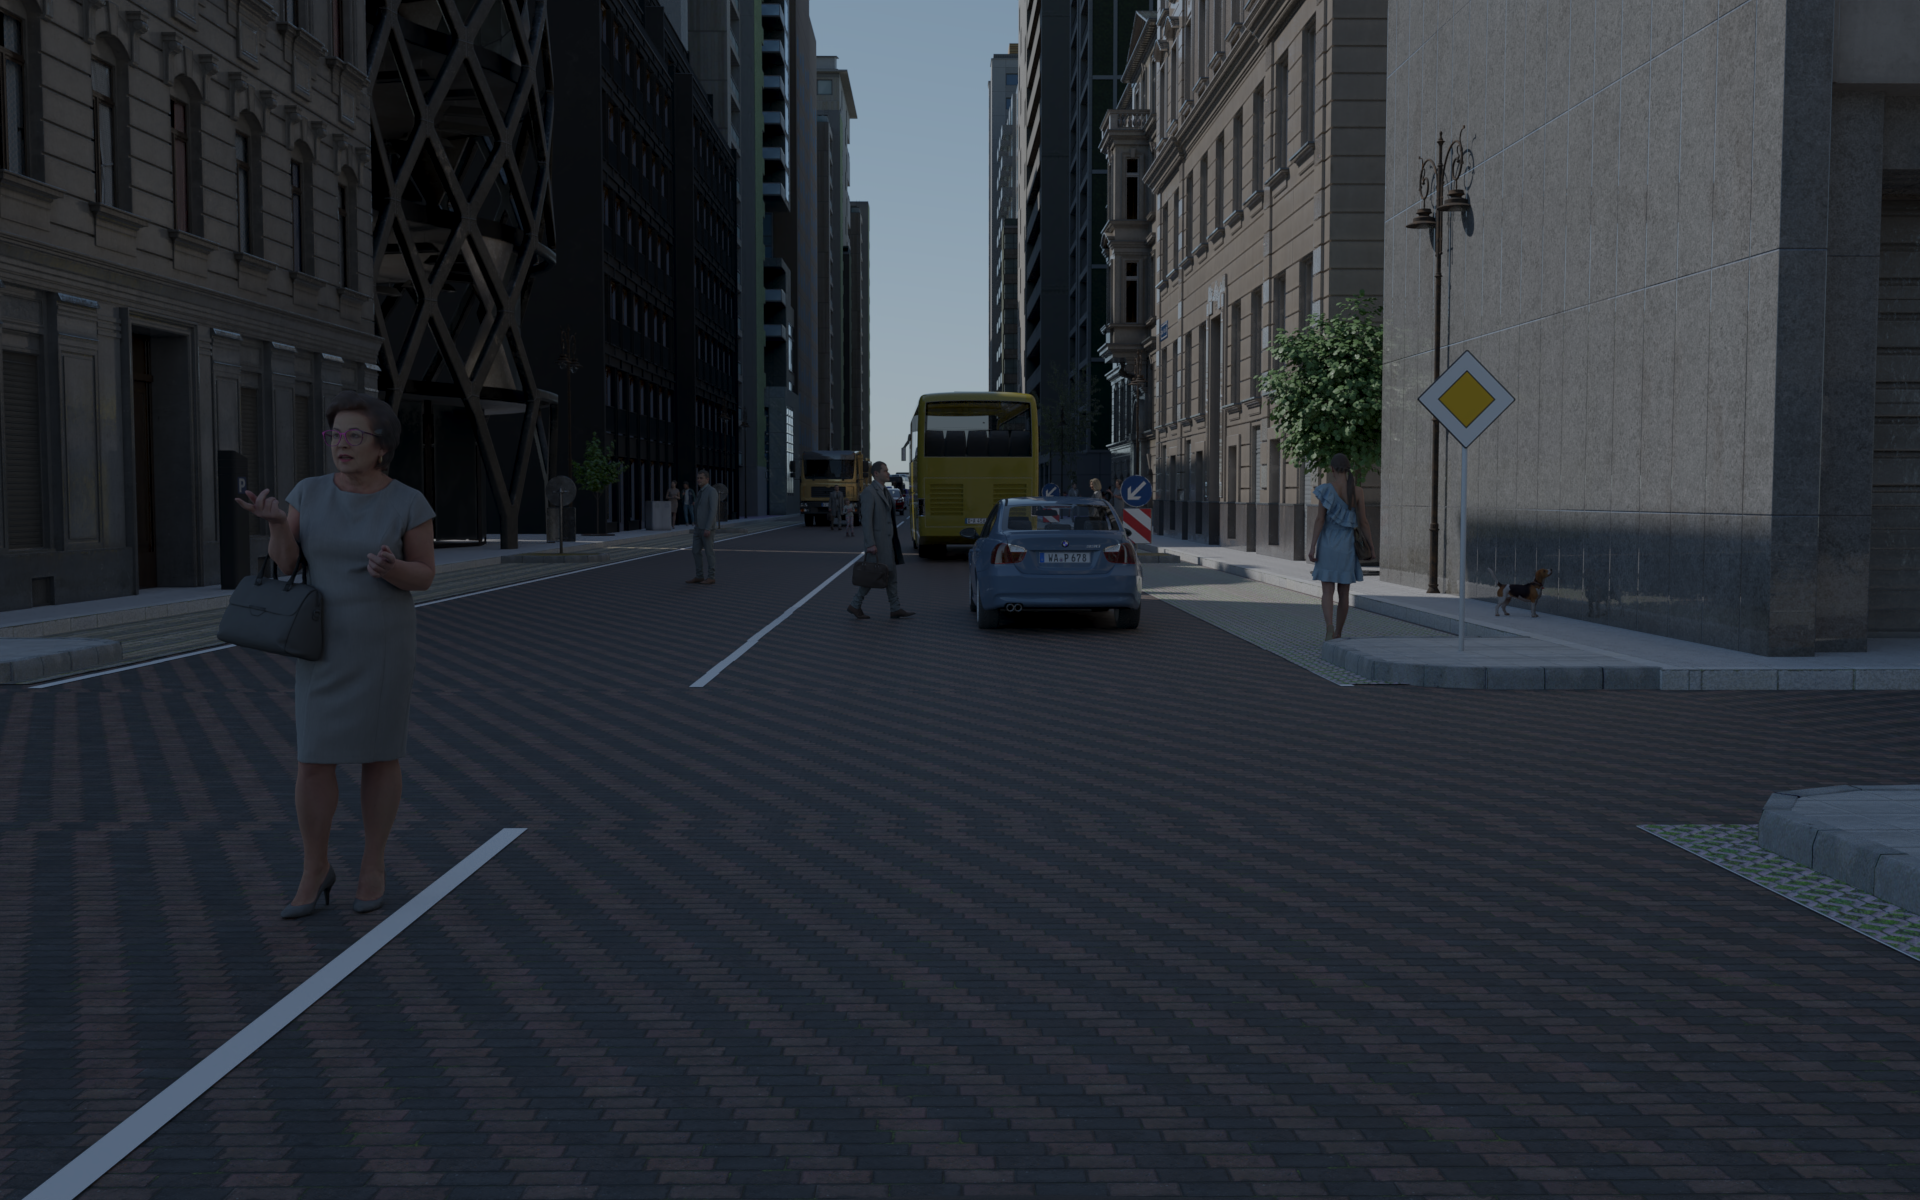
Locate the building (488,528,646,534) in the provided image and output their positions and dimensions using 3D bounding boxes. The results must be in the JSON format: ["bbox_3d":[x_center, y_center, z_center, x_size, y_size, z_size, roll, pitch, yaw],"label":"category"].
[{"bbox_3d":[-17.576,-14.239,62.493,12.332,23.373,15.834,0,4,-1],"label":"building"}]

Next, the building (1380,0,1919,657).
[{"bbox_3d":[16.217,-12.292,18.995,19.932,24.808,12.078,0,4,-1],"label":"building"}]

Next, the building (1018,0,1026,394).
[{"bbox_3d":[19.043,-34.360,151.032,28.713,52.752,27.495,0,4,-1],"label":"building"}]

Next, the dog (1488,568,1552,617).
[{"bbox_3d":[5.869,-0.081,18.160,0.540,0.507,0.406,0,4,-8],"label":"dog"}]

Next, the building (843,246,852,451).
[{"bbox_3d":[-19.446,-25.794,193.438,14.160,30.474,14.107,0,4,-1],"label":"building"}]

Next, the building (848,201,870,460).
[{"bbox_3d":[-19.474,-33.725,234.996,14.154,41.232,14.086,0,4,-1],"label":"building"}]

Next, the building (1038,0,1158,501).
[{"bbox_3d":[15.394,-40.741,104.365,20.563,71.187,20.611,0,4,-1],"label":"building"}]

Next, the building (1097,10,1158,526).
[{"bbox_3d":[13.133,-15.471,72.043,14.460,24.649,34.723,0,4,-1],"label":"building"}]

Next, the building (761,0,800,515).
[{"bbox_3d":[-21.817,-49.188,116.888,22.319,86.520,31.000,0,4,-1],"label":"building"}]

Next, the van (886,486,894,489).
[{"bbox_3d":[-5.769,-7.514,127.240,2.240,2.365,5.245,0,4,0],"label":"van"}]

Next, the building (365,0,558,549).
[{"bbox_3d":[-18.465,-10.599,40.745,16.820,18.784,16.811,0,4,-1],"label":"building"}]

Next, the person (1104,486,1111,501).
[{"bbox_3d":[8.263,-5.384,94.788,1.217,1.735,0.721,3,4,36],"label":"person"}]

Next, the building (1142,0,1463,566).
[{"bbox_3d":[11.916,-14.971,42.038,12.463,27.353,25.104,0,4,-1],"label":"building"}]

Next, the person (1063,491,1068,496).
[{"bbox_3d":[5.983,-5.284,95.670,0.697,1.427,0.421,-2,4,-35],"label":"person"}]

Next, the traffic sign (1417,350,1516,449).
[{"bbox_3d":[4.118,-0.726,14.068,0.795,2.593,0.064,0,4,-1],"label":"traffic sign"}]

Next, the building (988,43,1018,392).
[{"bbox_3d":[14.328,-42.324,233.989,21.231,58.520,28.212,0,4,-1],"label":"building"}]

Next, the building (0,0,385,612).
[{"bbox_3d":[-15.151,-10.587,22.243,9.793,20.994,18.267,0,4,-1],"label":"building"}]

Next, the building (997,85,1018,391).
[{"bbox_3d":[15.753,-35.805,205.015,23.786,49.044,30.456,0,4,-1],"label":"building"}]

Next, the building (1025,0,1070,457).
[{"bbox_3d":[15.983,-30.759,126.618,21.300,48.544,21.600,0,4,-1],"label":"building"}]

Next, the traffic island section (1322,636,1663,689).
[{"bbox_3d":[4.142,0.497,14.150,2.009,0.180,2.903,0,4,-1],"label":"traffic island section"}]

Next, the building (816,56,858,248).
[{"bbox_3d":[-27.432,-38.176,213.422,28.713,52.752,27.495,0,4,-1],"label":"building"}]

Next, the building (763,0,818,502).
[{"bbox_3d":[-20.172,-30.892,155.193,14.600,45.320,14.200,0,4,-1],"label":"building"}]

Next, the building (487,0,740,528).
[{"bbox_3d":[-17.267,-15.276,79.438,12.332,23.373,15.834,0,4,-1],"label":"building"}]

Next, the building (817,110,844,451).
[{"bbox_3d":[-19.435,-30.302,179.039,14.154,41.232,14.086,0,4,-1],"label":"building"}]

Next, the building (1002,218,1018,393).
[{"bbox_3d":[11.349,-25.173,183.284,14.160,30.474,14.107,0,4,-1],"label":"building"}]

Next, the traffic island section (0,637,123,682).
[{"bbox_3d":[-8.199,0.506,14.000,2.009,0.180,2.903,0,4,-1],"label":"traffic island section"}]

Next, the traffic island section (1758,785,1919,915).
[{"bbox_3d":[4.243,0.986,6.166,2.009,0.180,2.903,0,4,-1],"label":"traffic island section"}]

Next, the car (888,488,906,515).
[{"bbox_3d":[-4.846,-6.710,118.376,2.281,1.827,5.304,0,4,-2],"label":"car"}]

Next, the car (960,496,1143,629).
[{"bbox_3d":[1.013,-0.472,19.713,2.014,1.417,4.499,0,4,-1],"label":"car"}]

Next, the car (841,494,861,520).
[{"bbox_3d":[-5.644,-5.287,96.229,2.009,1.686,4.222,0,4,1],"label":"car"}]

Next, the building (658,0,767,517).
[{"bbox_3d":[-18.534,-25.212,95.809,14.154,41.232,14.086,0,4,-1],"label":"building"}]

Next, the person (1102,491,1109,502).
[{"bbox_3d":[7.571,-5.022,91.417,1.065,1.426,0.557,-3,5,-41],"label":"person"}]
